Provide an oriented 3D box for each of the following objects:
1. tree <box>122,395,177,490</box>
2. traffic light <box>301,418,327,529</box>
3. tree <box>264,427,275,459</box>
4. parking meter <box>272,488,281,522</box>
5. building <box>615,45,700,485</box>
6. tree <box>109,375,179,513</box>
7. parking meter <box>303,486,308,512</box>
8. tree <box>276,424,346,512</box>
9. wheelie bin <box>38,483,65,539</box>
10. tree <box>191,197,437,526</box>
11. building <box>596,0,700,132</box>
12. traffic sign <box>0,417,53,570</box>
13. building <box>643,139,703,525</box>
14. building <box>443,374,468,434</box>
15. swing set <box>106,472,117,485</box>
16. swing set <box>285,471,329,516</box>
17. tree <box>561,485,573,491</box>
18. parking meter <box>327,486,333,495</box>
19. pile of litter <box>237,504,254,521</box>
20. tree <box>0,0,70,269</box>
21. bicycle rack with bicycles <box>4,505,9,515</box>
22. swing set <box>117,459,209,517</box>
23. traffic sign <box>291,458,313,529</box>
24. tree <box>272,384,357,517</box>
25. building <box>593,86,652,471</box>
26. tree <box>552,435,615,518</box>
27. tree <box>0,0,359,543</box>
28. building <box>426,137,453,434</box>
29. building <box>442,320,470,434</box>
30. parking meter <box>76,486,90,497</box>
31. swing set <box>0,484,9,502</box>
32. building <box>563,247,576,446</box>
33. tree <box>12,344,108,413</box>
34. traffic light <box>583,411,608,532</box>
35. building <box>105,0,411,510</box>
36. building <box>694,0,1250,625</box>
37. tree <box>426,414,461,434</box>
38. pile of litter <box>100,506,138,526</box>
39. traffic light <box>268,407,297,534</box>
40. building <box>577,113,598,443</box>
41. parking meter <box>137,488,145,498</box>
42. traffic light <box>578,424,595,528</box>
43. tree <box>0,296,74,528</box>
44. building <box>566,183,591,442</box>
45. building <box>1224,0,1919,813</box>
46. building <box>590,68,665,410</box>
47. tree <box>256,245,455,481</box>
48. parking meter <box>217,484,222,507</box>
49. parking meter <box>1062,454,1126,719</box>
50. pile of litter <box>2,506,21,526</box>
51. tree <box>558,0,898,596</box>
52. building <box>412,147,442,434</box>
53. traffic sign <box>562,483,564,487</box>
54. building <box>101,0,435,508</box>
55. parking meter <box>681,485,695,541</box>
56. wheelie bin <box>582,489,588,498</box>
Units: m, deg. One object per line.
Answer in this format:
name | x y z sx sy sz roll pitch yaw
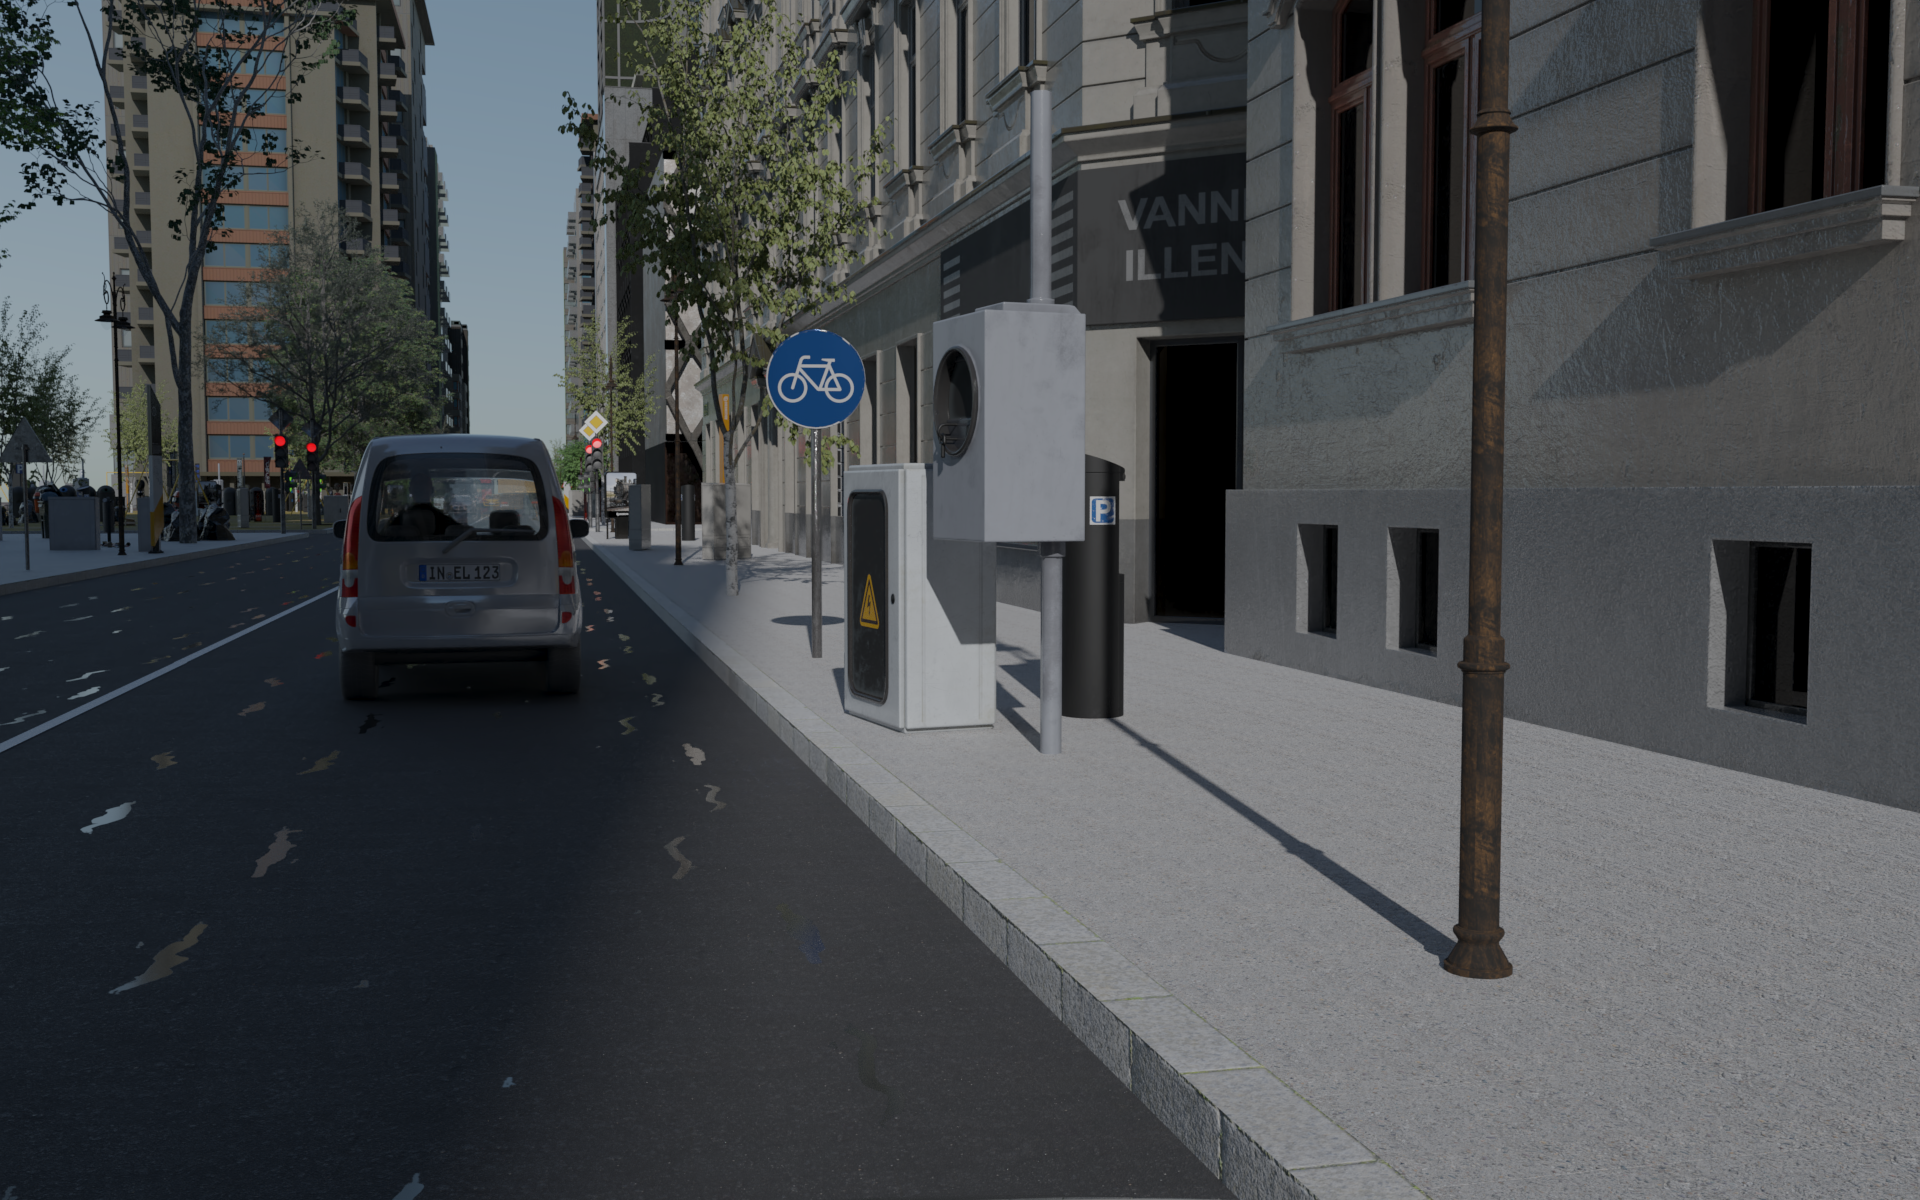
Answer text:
tree | -59.973 -10.886 128.345 4.360 8.622 3.978 0 3 0
traffic light | -23.748 -4.570 63.635 0.839 4.253 0.868 -1 4 -14
tree | -47.546 -10.612 123.875 4.737 8.622 4.395 0 3 0
parking meter | -30.944 -4.284 78.453 0.372 1.533 0.369 0 3 0
building | -12.148 -16.203 94.604 12.332 23.373 15.834 -1 4 -14
tree | -50.561 -9.673 108.514 4.737 8.622 4.395 0 3 0
parking meter | -45.661 -7.040 120.807 0.255 1.863 0.399 -2 4 -34
tree | -42.163 -10.004 113.925 4.737 8.622 4.395 0 3 0
wheelie bin | -26.275 -2.583 50.135 0.693 1.594 0.980 -3 5 -41
tree | -26.319 -9.820 70.921 12.009 13.543 11.850 0 3 0
building | -27.877 -45.020 174.332 20.563 71.187 20.611 -1 4 -14
traffic sign | -15.772 -1.787 29.229 0.884 2.594 0.081 0 4 -6
building | -5.385 -12.920 78.697 16.811 18.784 16.820 -1 4 -14
building | -88.791 -25.378 259.974 27.650 21.520 28.899 -1 4 -14
swing set | -59.187 -7.710 123.670 3.119 2.851 2.862 -2 4 -27
swing set | -38.375 -6.392 102.133 2.862 2.851 3.119 0 4 -8
tree | -42.724 -11.927 189.614 1.663 3.219 1.824 0 3 0
parking meter | -48.048 -7.731 132.118 0.255 1.863 0.399 3 4 38
pile of litter | -34.396 -4.268 83.751 1.176 0.858 1.719 0 4 0
tree | -15.532 -5.929 22.698 9.928 11.665 9.643 0 3 0
bicycle rack with bicycles | -57.019 -5.650 105.756 2.925 0.926 2.852 0 4 -8
swing set | -35.536 -4.914 77.963 3.119 2.851 2.862 2 4 32
traffic sign | -23.869 -3.833 62.677 0.884 2.594 0.081 -1 4 -11
tree | -36.386 -8.981 97.206 4.360 8.622 3.978 0 3 0
building | -17.040 -17.965 111.742 12.078 24.808 19.932 -1 4 -14
tree | -20.202 -6.681 92.944 4.285 4.588 4.351 0 3 0
tree | -21.505 -11.574 45.117 12.611 20.169 13.585 0 3 0
building | -79.797 -37.384 230.833 23.786 49.044 30.456 -1 4 -14
building | -87.405 -31.219 282.129 14.160 30.474 14.107 -1 4 -14
parking meter | -26.921 -2.740 53.210 0.372 1.533 0.369 0 3 0
swing set | -64.686 -7.239 115.971 2.862 2.851 3.119 -1 4 -21
building | -58.724 -37.012 288.744 14.154 41.232 14.086 -1 4 -14
tree | -44.724 -8.265 85.493 4.360 8.622 3.978 0 3 0
traffic light | -12.228 -4.239 58.235 0.839 4.253 0.868 -1 4 -14
building | -58.888 -30.147 147.522 22.147 44.769 28.867 -1 4 -14
building | 4.317 -15.935 36.949 17.030 29.872 44.131 -1 4 -14
tree | -46.157 -12.471 154.257 4.360 8.622 3.978 0 3 0
pile of litter | -33.965 -3.441 70.218 1.719 0.858 1.176 -2 4 -23
traffic light | -21.853 -4.095 55.877 0.839 4.253 0.868 -1 4 -14
building | -32.413 -33.323 199.451 22.147 44.769 28.867 -1 4 -14
parking meter | -54.174 -6.660 114.607 0.399 1.863 0.255 1 4 9
traffic light | -14.122 -4.714 65.993 0.839 4.253 0.868 -1 4 -14
tree | -35.712 -7.032 65.339 4.737 8.622 4.395 0 3 0
building | -49.062 -39.628 267.530 23.786 49.044 30.456 -1 4 -14
building | 10.808 -13.236 3.801 14.401 28.519 23.554 -1 4 -14
building | -16.851 -28.304 154.647 32.217 40.220 23.993 -1 4 -14
tree | -30.530 -11.058 87.451 9.857 13.997 8.962 0 3 0
parking meter | -41.048 -5.511 95.810 0.255 1.863 0.399 1 4 16
parking meter | 0.765 -0.098 10.019 0.372 1.533 0.369 0 3 0
pile of litter | -39.050 -3.443 70.261 1.719 0.858 1.176 -2 4 -32
tree | -2.842 -4.347 21.428 4.737 8.622 4.395 0 3 0
building | -66.715 -31.390 196.821 14.154 41.232 14.086 -1 4 -14
traffic sign | -31.023 -8.362 136.729 0.884 2.594 0.081 0 4 -6
building | -67.974 -35.768 174.038 28.713 52.752 27.495 -1 4 -14
parking meter | -7.463 -2.394 47.547 0.372 1.533 0.369 0 3 0
wheelie bin | -22.987 -5.981 105.701 0.693 1.594 0.980 1 4 20
